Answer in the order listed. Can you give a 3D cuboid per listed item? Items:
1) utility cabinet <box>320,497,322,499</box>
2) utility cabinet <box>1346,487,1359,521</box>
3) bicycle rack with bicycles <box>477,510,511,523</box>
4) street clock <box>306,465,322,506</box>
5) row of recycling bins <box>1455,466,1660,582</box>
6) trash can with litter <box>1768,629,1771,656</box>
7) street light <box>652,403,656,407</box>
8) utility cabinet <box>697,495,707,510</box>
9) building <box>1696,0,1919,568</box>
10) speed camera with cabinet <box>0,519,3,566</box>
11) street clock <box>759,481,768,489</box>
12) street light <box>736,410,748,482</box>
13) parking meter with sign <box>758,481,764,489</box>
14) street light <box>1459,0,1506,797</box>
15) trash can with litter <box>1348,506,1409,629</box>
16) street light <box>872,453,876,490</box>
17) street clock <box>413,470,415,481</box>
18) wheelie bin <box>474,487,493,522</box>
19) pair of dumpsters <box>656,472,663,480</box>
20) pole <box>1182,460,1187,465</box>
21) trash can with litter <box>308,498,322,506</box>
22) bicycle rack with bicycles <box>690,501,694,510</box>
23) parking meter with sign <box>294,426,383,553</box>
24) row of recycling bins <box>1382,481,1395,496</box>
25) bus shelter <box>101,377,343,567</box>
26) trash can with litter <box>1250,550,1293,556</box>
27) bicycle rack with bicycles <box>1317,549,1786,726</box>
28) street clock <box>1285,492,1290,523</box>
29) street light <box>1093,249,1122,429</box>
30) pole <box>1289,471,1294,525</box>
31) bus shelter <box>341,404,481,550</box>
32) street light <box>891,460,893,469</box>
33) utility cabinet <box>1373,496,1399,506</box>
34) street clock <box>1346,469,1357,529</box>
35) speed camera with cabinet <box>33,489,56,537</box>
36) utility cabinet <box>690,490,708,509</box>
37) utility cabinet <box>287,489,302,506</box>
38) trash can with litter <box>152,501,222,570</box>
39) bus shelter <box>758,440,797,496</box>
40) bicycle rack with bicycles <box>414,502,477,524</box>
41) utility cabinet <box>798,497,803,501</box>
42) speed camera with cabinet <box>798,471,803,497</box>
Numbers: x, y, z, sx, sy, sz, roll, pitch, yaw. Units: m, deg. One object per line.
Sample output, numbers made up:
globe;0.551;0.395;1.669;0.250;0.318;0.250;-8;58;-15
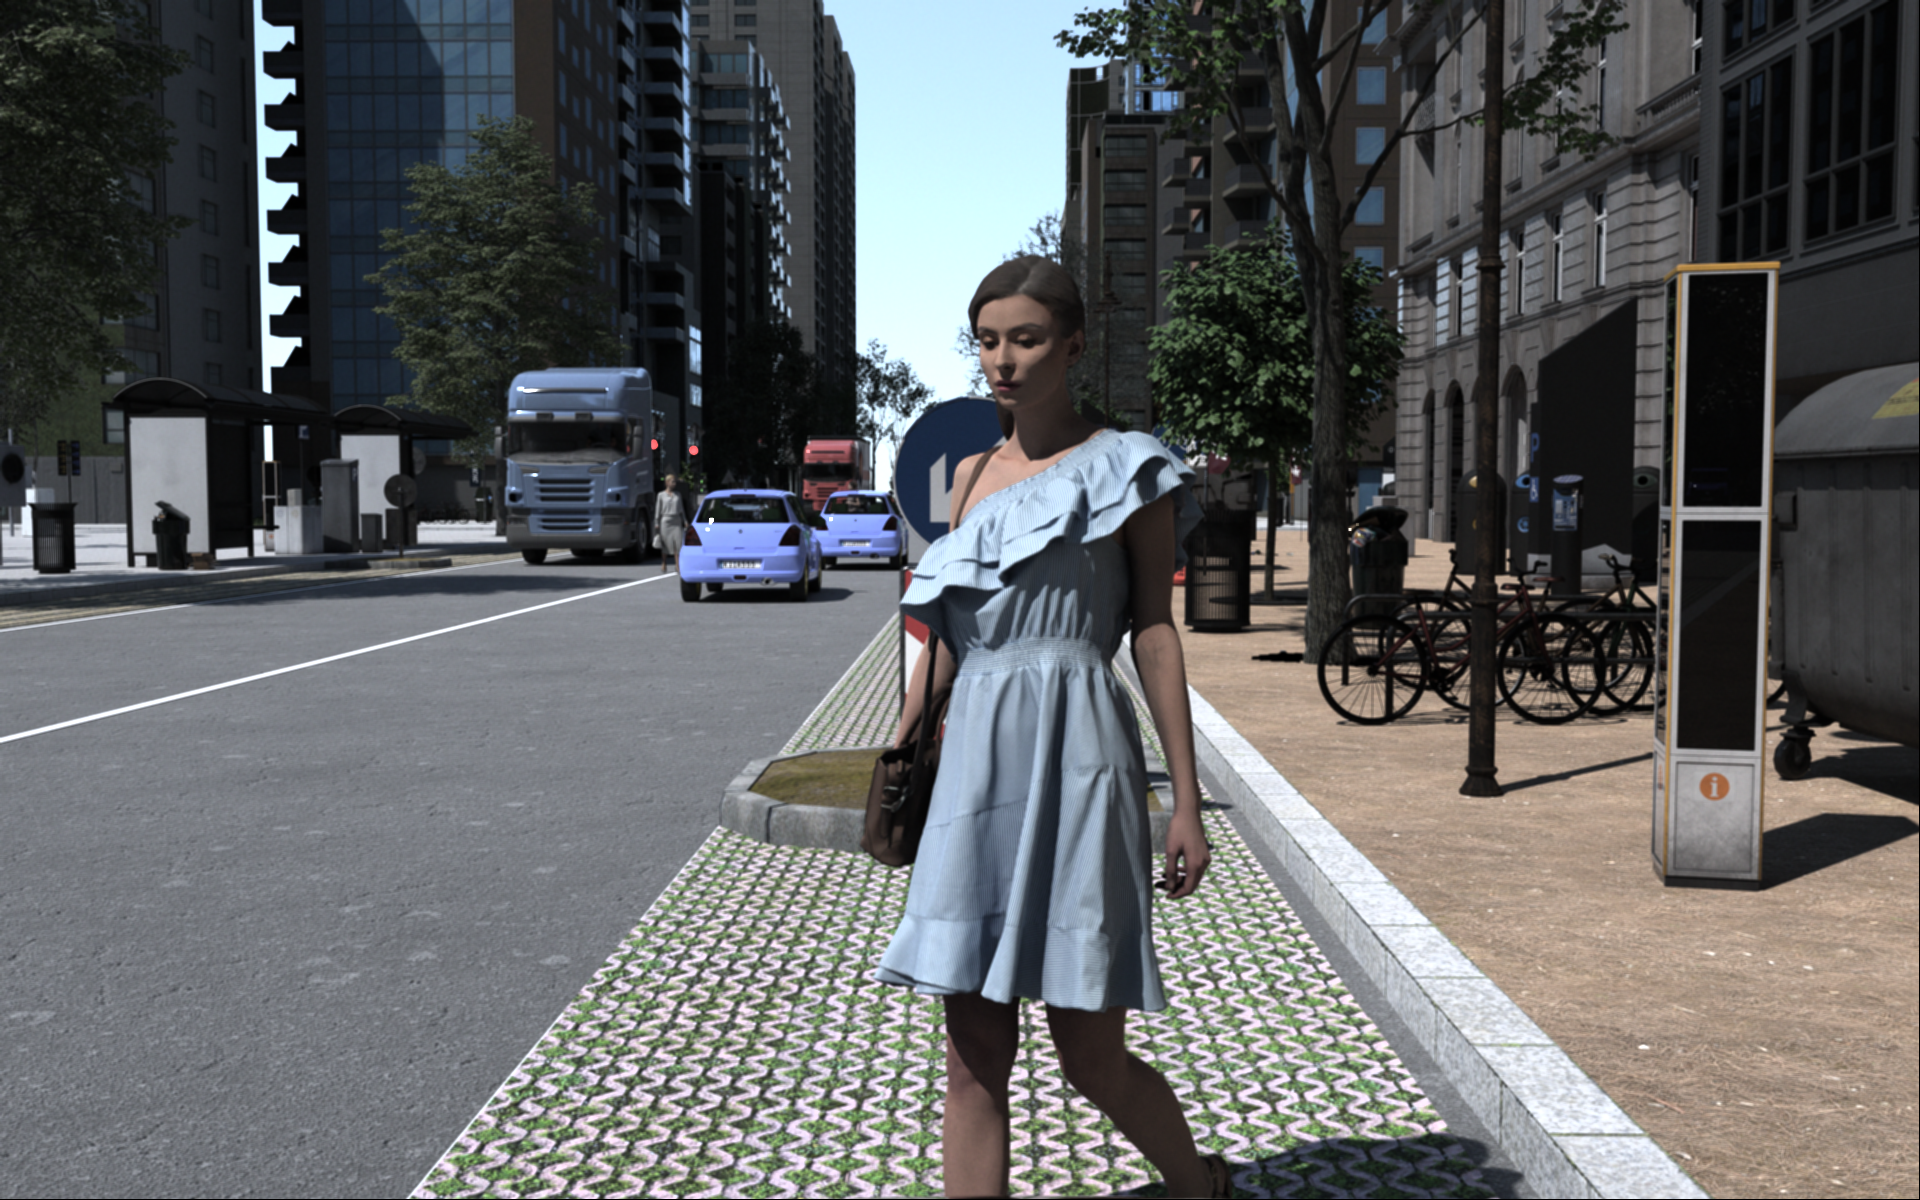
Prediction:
utility cabinet;-19.650;-2.631;54.177;0.306;1.237;1.020;2;4;27
utility cabinet;12.023;-2.820;54.788;1.173;1.500;0.318;-1;4;-22
bicycle rack with bicycles;-13.400;-2.521;54.606;2.852;0.926;2.925;0;4;-4
street clock;-15.996;-2.357;43.109;0.471;2.002;0.358;-1;4;-14
row of recycling bins;9.217;-1.191;26.585;1.069;1.692;3.534;-3;5;-42
trash can with litter;7.077;-0.174;13.908;1.678;1.210;2.233;-1;4;-14
street light;-12.364;-5.846;68.368;0.468;5.910;1.993;0;4;1
utility cabinet;-12.027;-4.371;82.634;1.020;1.237;0.306;0;4;7
building;17.824;-13.520;14.565;14.314;27.812;24.014;0;4;1
speed camera with cabinet;-17.140;-2.182;30.006;0.660;3.252;2.038;1;4;10
street clock;-11.316;-5.815;99.642;0.471;2.002;0.358;1;4;15
street light;-11.818;-7.418;94.064;0.468;5.910;1.993;0;4;1
parking meter with sign;-15.330;-8.425;134.002;0.543;3.016;1.738;-1;4;-14
street light;2.228;-2.107;7.229;0.468;5.910;1.993;0;4;1
trash can with litter;3.881;-0.324;16.677;0.624;1.170;1.055;-1;4;-10
street light;-9.651;-13.648;195.938;0.468;5.910;1.993;0;4;1
street clock;-14.422;-2.478;45.080;0.471;2.002;0.358;-1;4;-11
wheelie bin;-21.846;-4.377;79.476;0.980;1.594;0.693;1;4;13
pair of dumpsters;-13.263;-4.432;74.959;1.574;2.255;4.437;0;4;1
pole;7.048;-3.710;54.497;0.158;3.312;0.155;0;3;0
trash can with litter;-17.325;-2.185;47.114;0.624;1.170;1.055;-3;4;-38
bicycle rack with bicycles;-13.267;-4.543;87.663;2.925;0.926;2.852;-1;4;-12
parking meter with sign;-13.442;-2.526;37.556;1.738;3.016;0.543;0;4;3
row of recycling bins;14.472;-3.051;56.995;1.069;1.692;3.534;1;4;18
bus shelter;-13.783;-2.374;32.735;2.014;3.302;5.546;0;4;1
trash can with litter;5.860;-1.552;36.439;2.233;1.210;1.678;1;4;19
bicycle rack with bicycles;3.538;0.176;10.502;2.925;0.926;2.852;0;4;6
street clock;14.523;-4.410;76.666;0.471;2.002;0.358;1;4;19
street light;2.789;-3.678;32.925;0.468;5.910;1.993;0;4;1
pole;13.665;-4.735;71.258;0.158;3.312;0.155;0;3;0
bus shelter;-13.377;-2.931;41.851;2.014;3.302;5.546;0;4;1
street light;-8.961;-15.652;228.690;0.468;5.910;1.993;0;4;1
utility cabinet;13.436;-2.637;54.272;0.306;1.237;1.020;-3;5;-40
street clock;11.444;-2.831;50.864;0.358;2.002;0.471;-1;4;-10
speed camera with cabinet;-27.978;-3.531;52.060;2.038;3.252;0.660;3;4;38
utility cabinet;-14.120;-5.149;92.872;1.173;1.500;0.318;-3;4;-36
utility cabinet;-28.984;-4.082;75.425;0.318;1.500;1.173;-3;4;-36
trash can with litter;-13.089;-1.098;29.333;1.055;1.170;0.624;0;4;-6
bus shelter;-12.592;-8.728;120.333;2.179;5.291;8.768;0;4;1
bicycle rack with bicycles;-22.266;-3.794;75.406;2.925;0.926;2.852;3;4;36
utility cabinet;-12.673;-7.561;134.791;0.306;1.237;1.020;3;4;36
speed camera with cabinet;-12.653;-8.480;132.976;2.038;3.252;0.660;-2;4;-32
